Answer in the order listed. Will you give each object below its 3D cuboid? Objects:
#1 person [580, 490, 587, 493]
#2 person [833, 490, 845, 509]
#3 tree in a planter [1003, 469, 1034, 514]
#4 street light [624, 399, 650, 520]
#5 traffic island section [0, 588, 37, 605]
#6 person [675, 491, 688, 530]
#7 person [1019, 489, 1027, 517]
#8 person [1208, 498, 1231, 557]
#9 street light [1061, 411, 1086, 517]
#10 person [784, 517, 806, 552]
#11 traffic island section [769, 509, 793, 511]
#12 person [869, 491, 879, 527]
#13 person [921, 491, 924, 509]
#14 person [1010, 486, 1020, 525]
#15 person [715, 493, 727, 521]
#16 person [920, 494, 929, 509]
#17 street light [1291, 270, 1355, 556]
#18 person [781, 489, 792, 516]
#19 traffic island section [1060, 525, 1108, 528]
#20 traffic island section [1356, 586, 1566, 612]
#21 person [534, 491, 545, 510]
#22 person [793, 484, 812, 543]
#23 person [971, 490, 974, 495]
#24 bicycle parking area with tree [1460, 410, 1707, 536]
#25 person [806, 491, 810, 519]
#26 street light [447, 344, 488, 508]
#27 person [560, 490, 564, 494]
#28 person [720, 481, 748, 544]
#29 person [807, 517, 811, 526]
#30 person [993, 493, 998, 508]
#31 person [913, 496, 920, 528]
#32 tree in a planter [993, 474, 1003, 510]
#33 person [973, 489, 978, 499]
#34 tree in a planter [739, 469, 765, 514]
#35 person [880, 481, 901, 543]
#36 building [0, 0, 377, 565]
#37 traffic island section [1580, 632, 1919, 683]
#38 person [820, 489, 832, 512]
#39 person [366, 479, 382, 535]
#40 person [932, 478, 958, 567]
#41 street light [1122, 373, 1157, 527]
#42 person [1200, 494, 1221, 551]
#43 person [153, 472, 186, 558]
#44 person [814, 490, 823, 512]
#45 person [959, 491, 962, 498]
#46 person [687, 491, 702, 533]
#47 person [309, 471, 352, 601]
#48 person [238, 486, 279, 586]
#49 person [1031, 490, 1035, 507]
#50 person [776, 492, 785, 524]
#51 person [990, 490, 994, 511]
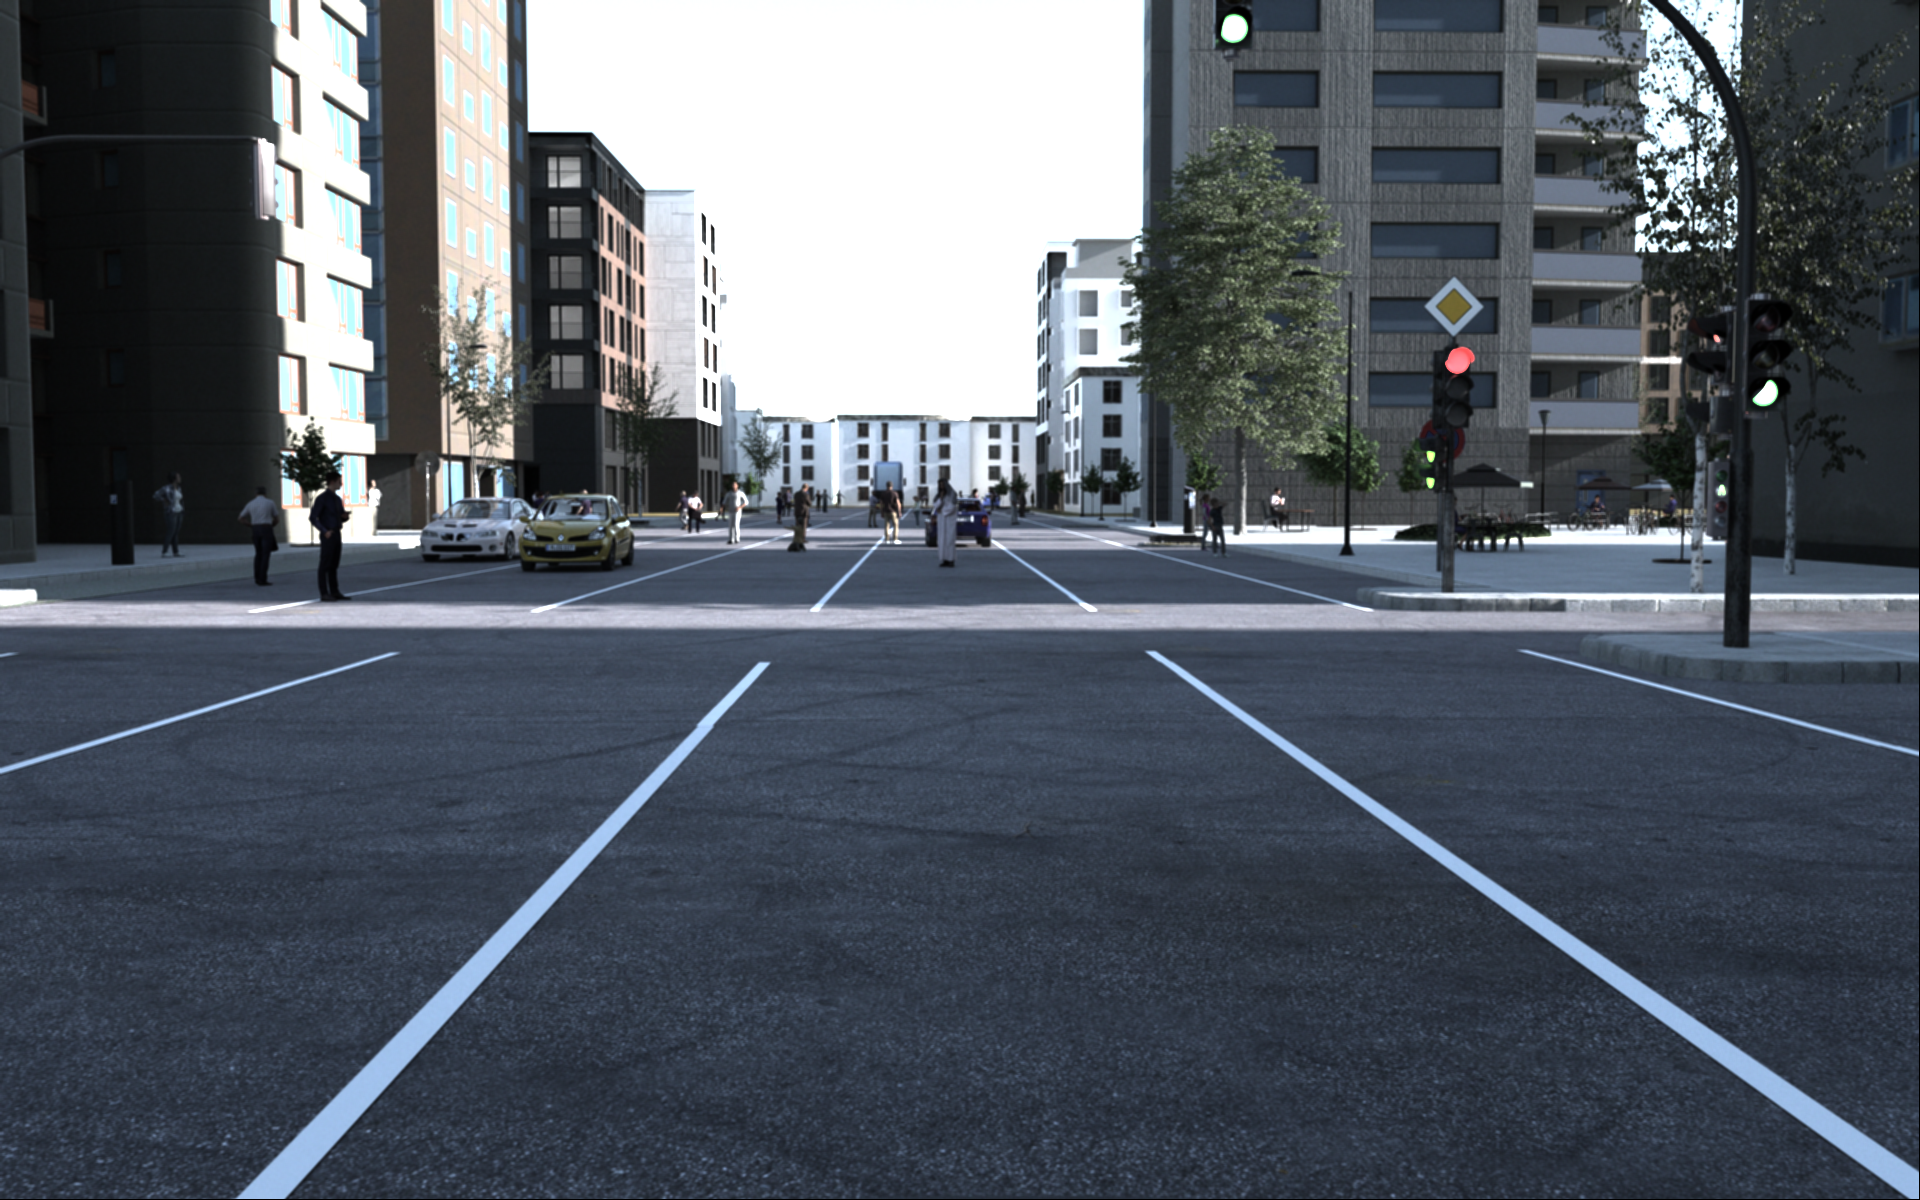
[{"bbox_3d":[-10.692,-2.365,49.380,0.569,1.553,0.471,-3,5,-41],"label":"person"},{"bbox_3d":[-12.008,-9.977,171.618,1.348,1.824,0.705,1,4,11],"label":"person"},{"bbox_3d":[4.302,-7.807,124.864,1.991,3.239,1.994,0,4,-1],"label":"tree in a planter"},{"bbox_3d":[-15.889,-6.881,85.041,1.470,5.913,1.316,0,4,-1],"label":"street light"},{"bbox_3d":[-13.285,0.007,22.164,2.009,0.180,2.903,0,4,-1],"label":"traffic island section"},{"bbox_3d":[-11.125,-3.601,69.584,0.569,1.553,0.471,-2,4,-23],"label":"person"},{"bbox_3d":[3.896,-6.009,107.302,0.434,1.755,0.990,-1,4,-22],"label":"person"},{"bbox_3d":[5.877,-1.641,39.232,0.435,1.345,0.340,-2,4,-32],"label":"person"},{"bbox_3d":[6.352,-7.628,97.262,1.470,5.913,1.316,0,4,-1],"label":"street light"},{"bbox_3d":[-4.115,-1.638,43.210,0.347,0.859,0.695,-3,5,-41],"label":"person"},{"bbox_3d":[-15.549,-7.831,150.895,1.991,0.108,1.994,0,4,-1],"label":"traffic island section"},{"bbox_3d":[-3.751,-3.934,74.883,0.319,1.574,0.516,-3,5,-41],"label":"person"},{"bbox_3d":[-3.608,-9.905,170.903,0.568,1.767,0.683,-1,4,-18],"label":"person"},{"bbox_3d":[2.585,-4.442,81.275,0.789,1.805,0.875,2,4,26],"label":"person"},{"bbox_3d":[-12.749,-4.978,92.425,0.613,1.512,0.480,-2,4,-34],"label":"person"},{"bbox_3d":[-3.296,-9.129,160.954,0.628,1.438,0.799,2,4,29],"label":"person"},{"bbox_3d":[7.558,-3.886,36.069,1.470,5.913,1.316,0,4,-1],"label":"street light"},{"bbox_3d":[-11.455,-6.431,114.093,0.683,1.767,0.568,-2,4,-32],"label":"person"},{"bbox_3d":[5.323,-3.172,74.736,1.991,0.108,1.994,0,4,-1],"label":"traffic island section"},{"bbox_3d":[6.372,-0.017,22.553,2.009,0.180,2.903,0,4,-1],"label":"traffic island section"},{"bbox_3d":[-13.189,-2.662,54.393,0.453,1.535,0.546,-3,4,-37],"label":"person"},{"bbox_3d":[-4.618,-2.553,50.926,0.565,1.739,0.600,0,4,8],"label":"person"},{"bbox_3d":[1.145,-8.722,151.196,0.705,1.812,1.348,-3,5,-42],"label":"person"},{"bbox_3d":[21.754,-4.317,57.579,9.016,4.147,8.231,-2,4,-32],"label":"bicycle parking area with tree"},{"bbox_3d":[-9.024,-5.612,100.119,0.709,1.838,0.599,-3,5,-42],"label":"person"},{"bbox_3d":[-15.340,-4.972,53.831,1.470,5.913,1.316,0,4,-1],"label":"street light"},{"bbox_3d":[-20.824,-5.032,90.862,0.613,1.512,0.480,3,5,43],"label":"person"},{"bbox_3d":[-6.518,-2.508,49.649,0.875,1.805,0.789,0,4,8],"label":"person"},{"bbox_3d":[-6.983,-3.668,76.765,0.655,0.850,0.859,3,4,36],"label":"person"},{"bbox_3d":[3.433,-9.652,167.777,0.593,1.643,0.415,0,4,4],"label":"person"},{"bbox_3d":[-1.835,-3.717,73.189,0.340,1.345,0.435,-3,5,-39],"label":"person"},{"bbox_3d":[3.771,-9.475,152.141,1.991,3.239,1.994,0,4,-1],"label":"tree in a planter"},{"bbox_3d":[1.006,-5.597,100.697,0.721,1.739,1.217,0,4,-6],"label":"person"},{"bbox_3d":[-15.007,-7.746,123.861,1.991,3.239,1.994,0,4,-1],"label":"tree in a planter"},{"bbox_3d":[-2.005,-2.550,50.329,0.598,1.807,0.434,1,4,23],"label":"person"},{"bbox_3d":[-31.374,-11.779,37.629,27.650,21.520,28.899,0,4,-1],"label":"building"},{"bbox_3d":[6.533,0.472,14.569,2.009,0.180,2.903,0,4,-1],"label":"traffic island section"},{"bbox_3d":[-10.513,-7.738,135.100,1.350,1.814,0.705,3,5,43],"label":"person"},{"bbox_3d":[-18.205,-2.859,53.516,0.841,1.734,0.376,-3,5,-43],"label":"person"},{"bbox_3d":[-0.290,-1.529,34.170,0.551,1.740,0.621,1,4,13],"label":"person"},{"bbox_3d":[6.931,-5.757,66.665,1.470,5.913,1.316,0,4,-1],"label":"street light"},{"bbox_3d":[6.416,-1.973,43.994,0.776,1.435,0.726,1,4,15],"label":"person"},{"bbox_3d":[-16.008,-1.738,35.190,0.376,1.734,0.841,1,4,12],"label":"person"},{"bbox_3d":[-11.495,-8.090,141.298,0.721,1.766,1.217,3,5,43],"label":"person"},{"bbox_3d":[0.152,-9.318,161.564,0.721,1.735,1.217,-1,4,-12],"label":"person"},{"bbox_3d":[-9.726,-3.234,63.582,0.614,1.554,0.590,-2,4,-32],"label":"person"},{"bbox_3d":[-8.392,-0.860,23.259,0.504,1.737,0.576,0,4,2],"label":"person"},{"bbox_3d":[-11.049,-1.015,27.308,0.614,1.554,0.590,0,4,-3],"label":"person"},{"bbox_3d":[7.250,-10.248,174.332,0.721,1.736,1.217,1,4,12],"label":"person"},{"bbox_3d":[-8.529,-4.397,82.755,0.546,1.535,0.453,1,4,18],"label":"person"},{"bbox_3d":[2.636,-8.412,146.750,0.721,1.736,1.217,0,4,-3],"label":"person"}]
